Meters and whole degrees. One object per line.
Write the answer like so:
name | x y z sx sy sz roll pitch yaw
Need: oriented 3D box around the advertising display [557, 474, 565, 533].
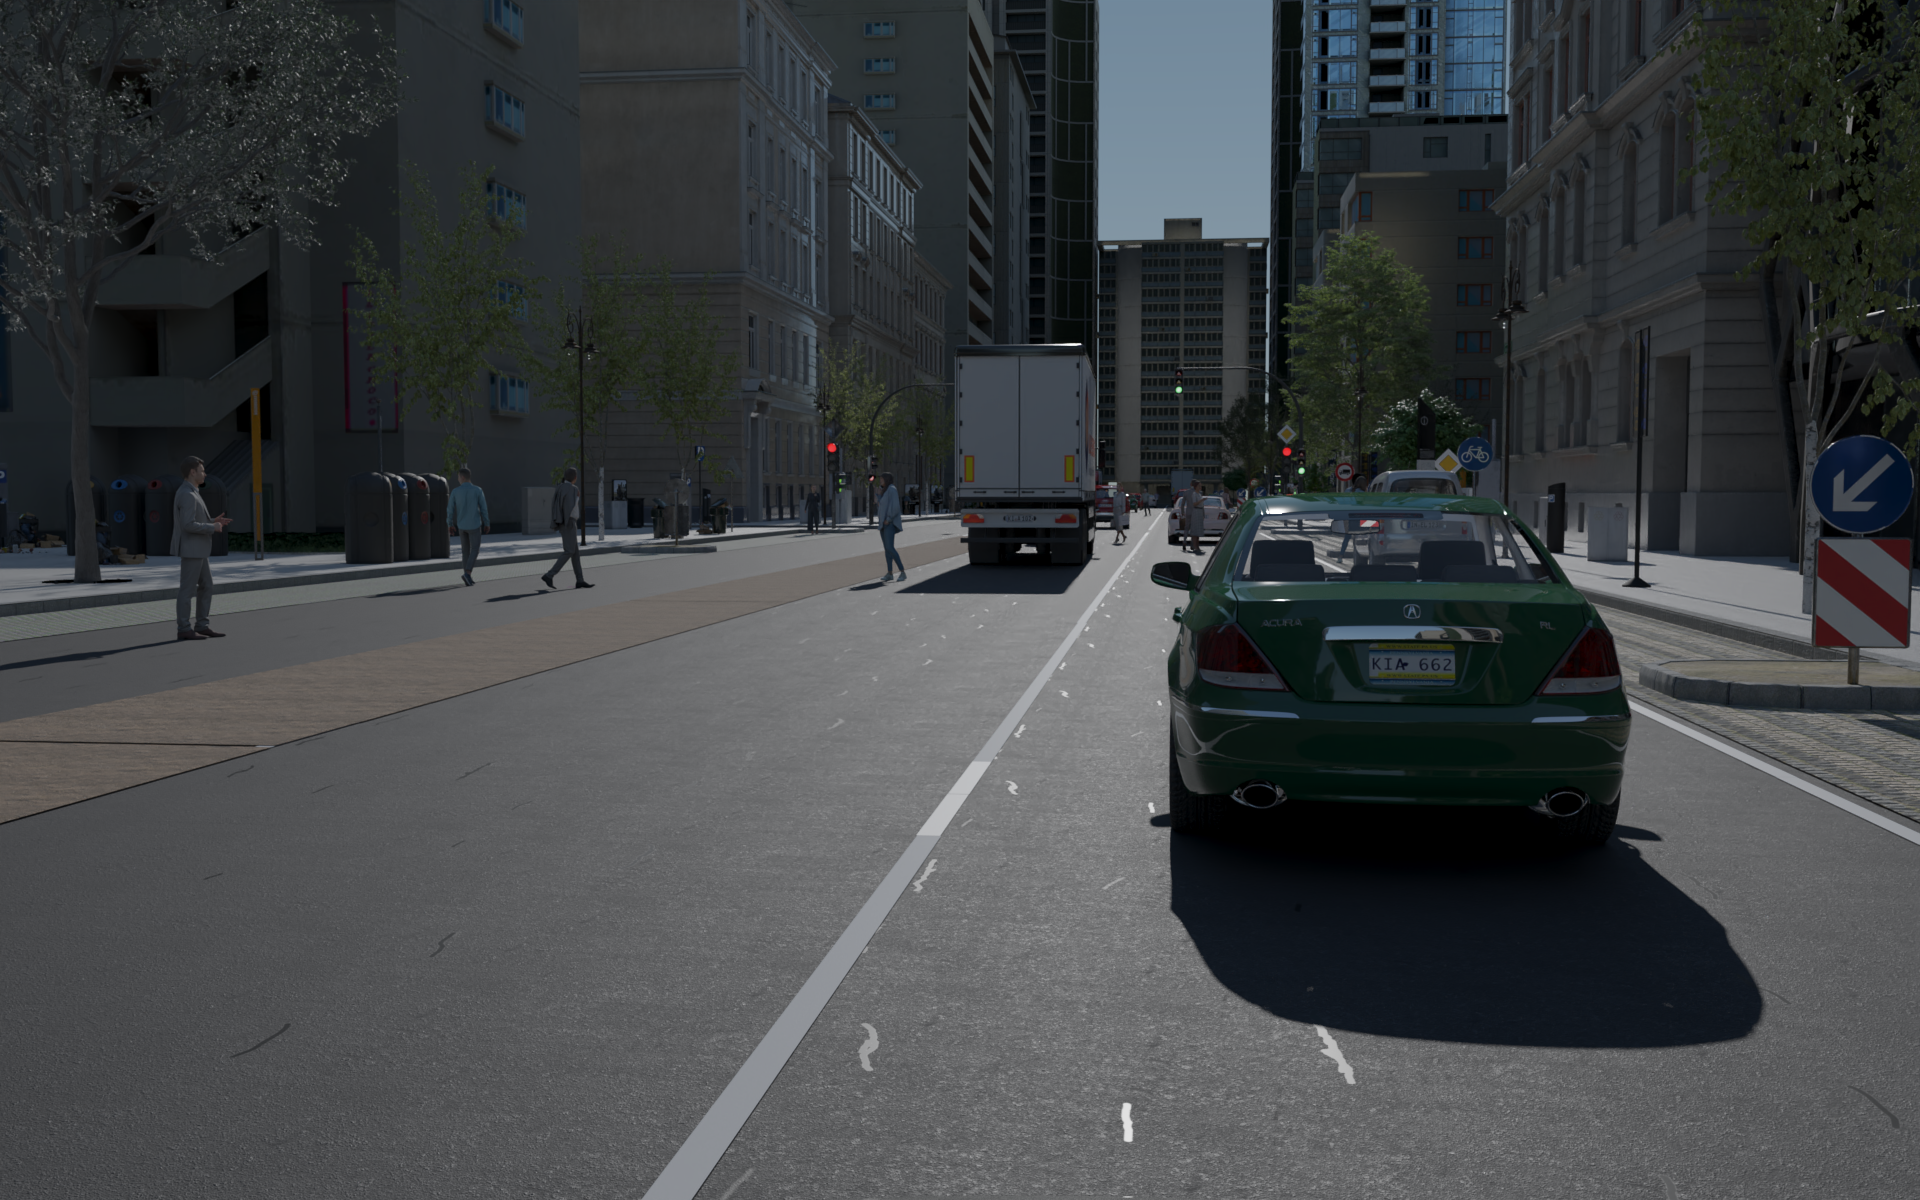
advertising display | -13.060 -3.153 56.763 0.123 1.923 0.974 -1 4 -21

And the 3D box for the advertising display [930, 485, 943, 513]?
advertising display | -1.603 -6.951 118.868 0.974 1.923 0.123 -2 4 -33

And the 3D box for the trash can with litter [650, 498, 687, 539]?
trash can with litter | -8.371 -2.355 49.892 1.055 1.170 0.624 1 4 18

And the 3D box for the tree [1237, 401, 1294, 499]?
tree | 24.373 -11.372 136.286 4.737 8.622 4.395 0 3 0

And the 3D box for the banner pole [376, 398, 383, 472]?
banner pole | -15.251 -3.400 45.613 0.401 3.779 0.863 -1 4 -13

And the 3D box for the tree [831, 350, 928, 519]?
tree | -4.468 -8.443 88.403 4.737 8.622 4.395 0 3 0

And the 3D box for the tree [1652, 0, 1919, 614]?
tree | 9.166 -4.142 18.088 4.737 8.622 4.395 0 3 0

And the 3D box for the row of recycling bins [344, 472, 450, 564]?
row of recycling bins | -10.826 -1.602 33.298 1.069 1.692 3.534 0 4 6

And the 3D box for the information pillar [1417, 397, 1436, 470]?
information pillar | 11.320 -3.106 42.131 0.504 3.616 0.183 -1 4 -21

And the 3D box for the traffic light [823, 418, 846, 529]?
traffic light | -4.647 -4.587 63.916 0.839 4.253 0.868 0 4 7

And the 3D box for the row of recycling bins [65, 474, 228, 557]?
row of recycling bins | -16.936 -1.772 36.085 3.534 1.692 1.069 1 4 8

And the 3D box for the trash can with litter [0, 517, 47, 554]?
trash can with litter | -20.918 -1.653 38.086 1.678 1.210 2.233 -1 4 -21

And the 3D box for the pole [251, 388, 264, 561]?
pole | -13.565 -2.421 33.422 0.158 3.312 0.155 0 3 0

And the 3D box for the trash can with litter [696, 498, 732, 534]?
trash can with litter | -7.869 -2.686 55.297 1.055 1.170 0.624 -3 5 -41

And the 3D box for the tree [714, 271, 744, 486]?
tree | -8.453 -6.271 52.897 4.737 8.622 4.395 0 3 0

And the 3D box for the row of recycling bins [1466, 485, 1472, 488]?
row of recycling bins | 21.674 -4.212 75.977 3.534 1.692 1.069 -1 4 -20

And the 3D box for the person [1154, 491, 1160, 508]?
person | 20.838 -10.640 183.398 0.756 1.711 0.436 -1 4 -14

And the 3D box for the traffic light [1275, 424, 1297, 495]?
traffic light | 13.124 -4.945 69.774 0.839 4.253 0.868 0 4 7

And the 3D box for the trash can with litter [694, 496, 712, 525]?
trash can with litter | -10.811 -3.814 73.421 1.678 1.210 2.233 0 4 -8

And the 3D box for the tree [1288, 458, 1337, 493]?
tree | 16.918 -5.400 82.888 1.663 3.219 1.824 0 3 0

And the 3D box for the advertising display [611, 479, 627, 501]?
advertising display | -14.834 -4.294 75.416 0.123 1.923 0.974 2 4 25

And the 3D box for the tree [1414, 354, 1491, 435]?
tree | 25.363 -8.569 90.472 4.360 8.622 3.978 0 3 0

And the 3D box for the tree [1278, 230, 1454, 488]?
tree | 17.519 -9.594 74.985 7.486 12.596 7.792 0 3 0

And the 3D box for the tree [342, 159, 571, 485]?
tree | -10.979 -5.319 37.333 4.737 8.622 4.395 0 3 0

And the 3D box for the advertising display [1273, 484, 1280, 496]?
advertising display | 20.344 -6.404 109.924 0.974 1.923 0.123 -1 4 -17

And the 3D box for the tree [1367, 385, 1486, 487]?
tree | 13.965 -4.180 52.055 4.285 4.588 4.351 0 3 0

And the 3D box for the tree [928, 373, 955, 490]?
tree | -1.739 -9.369 103.551 4.737 8.622 4.395 0 3 0

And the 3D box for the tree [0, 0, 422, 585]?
tree | -12.746 -6.988 24.622 12.009 13.543 11.850 0 3 0

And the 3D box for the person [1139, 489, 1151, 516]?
person | 12.079 -6.374 113.205 0.782 1.767 0.515 2 4 30

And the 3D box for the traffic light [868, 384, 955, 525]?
traffic light | -1.573 -5.930 71.617 4.771 5.953 1.251 0 4 7

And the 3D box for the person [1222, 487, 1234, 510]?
person | 12.570 -4.450 81.845 0.643 1.750 0.593 -2 4 -35

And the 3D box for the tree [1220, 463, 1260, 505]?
tree | 32.338 -13.487 204.227 4.285 4.588 4.351 0 3 0

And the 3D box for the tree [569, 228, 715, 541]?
tree | -10.115 -5.950 47.647 4.737 8.622 4.395 0 3 0

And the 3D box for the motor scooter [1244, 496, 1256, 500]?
motor scooter | 18.788 -6.062 111.889 0.815 1.314 1.986 0 4 7

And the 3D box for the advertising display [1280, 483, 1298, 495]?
advertising display | 19.745 -6.010 103.477 0.974 1.923 0.123 0 4 -8

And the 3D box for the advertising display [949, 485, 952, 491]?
advertising display | -0.623 -7.138 121.917 0.123 1.923 0.974 1 4 9

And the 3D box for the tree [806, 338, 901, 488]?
tree | -5.222 -8.037 81.767 4.360 8.622 3.978 0 3 0

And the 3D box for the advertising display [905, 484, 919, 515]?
advertising display | -2.987 -6.326 108.641 0.974 1.923 0.123 1 4 13

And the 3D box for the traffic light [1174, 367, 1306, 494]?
traffic light | 10.050 -5.339 61.967 4.771 5.953 1.251 0 4 7

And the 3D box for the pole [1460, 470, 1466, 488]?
pole | 16.409 -3.834 56.524 0.158 3.312 0.155 0 3 0

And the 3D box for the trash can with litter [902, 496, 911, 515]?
trash can with litter | -3.268 -5.859 107.182 0.624 1.170 1.055 -1 4 -10

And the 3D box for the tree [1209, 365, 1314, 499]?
tree | 22.632 -11.753 126.568 8.767 10.594 7.601 1 4 16
